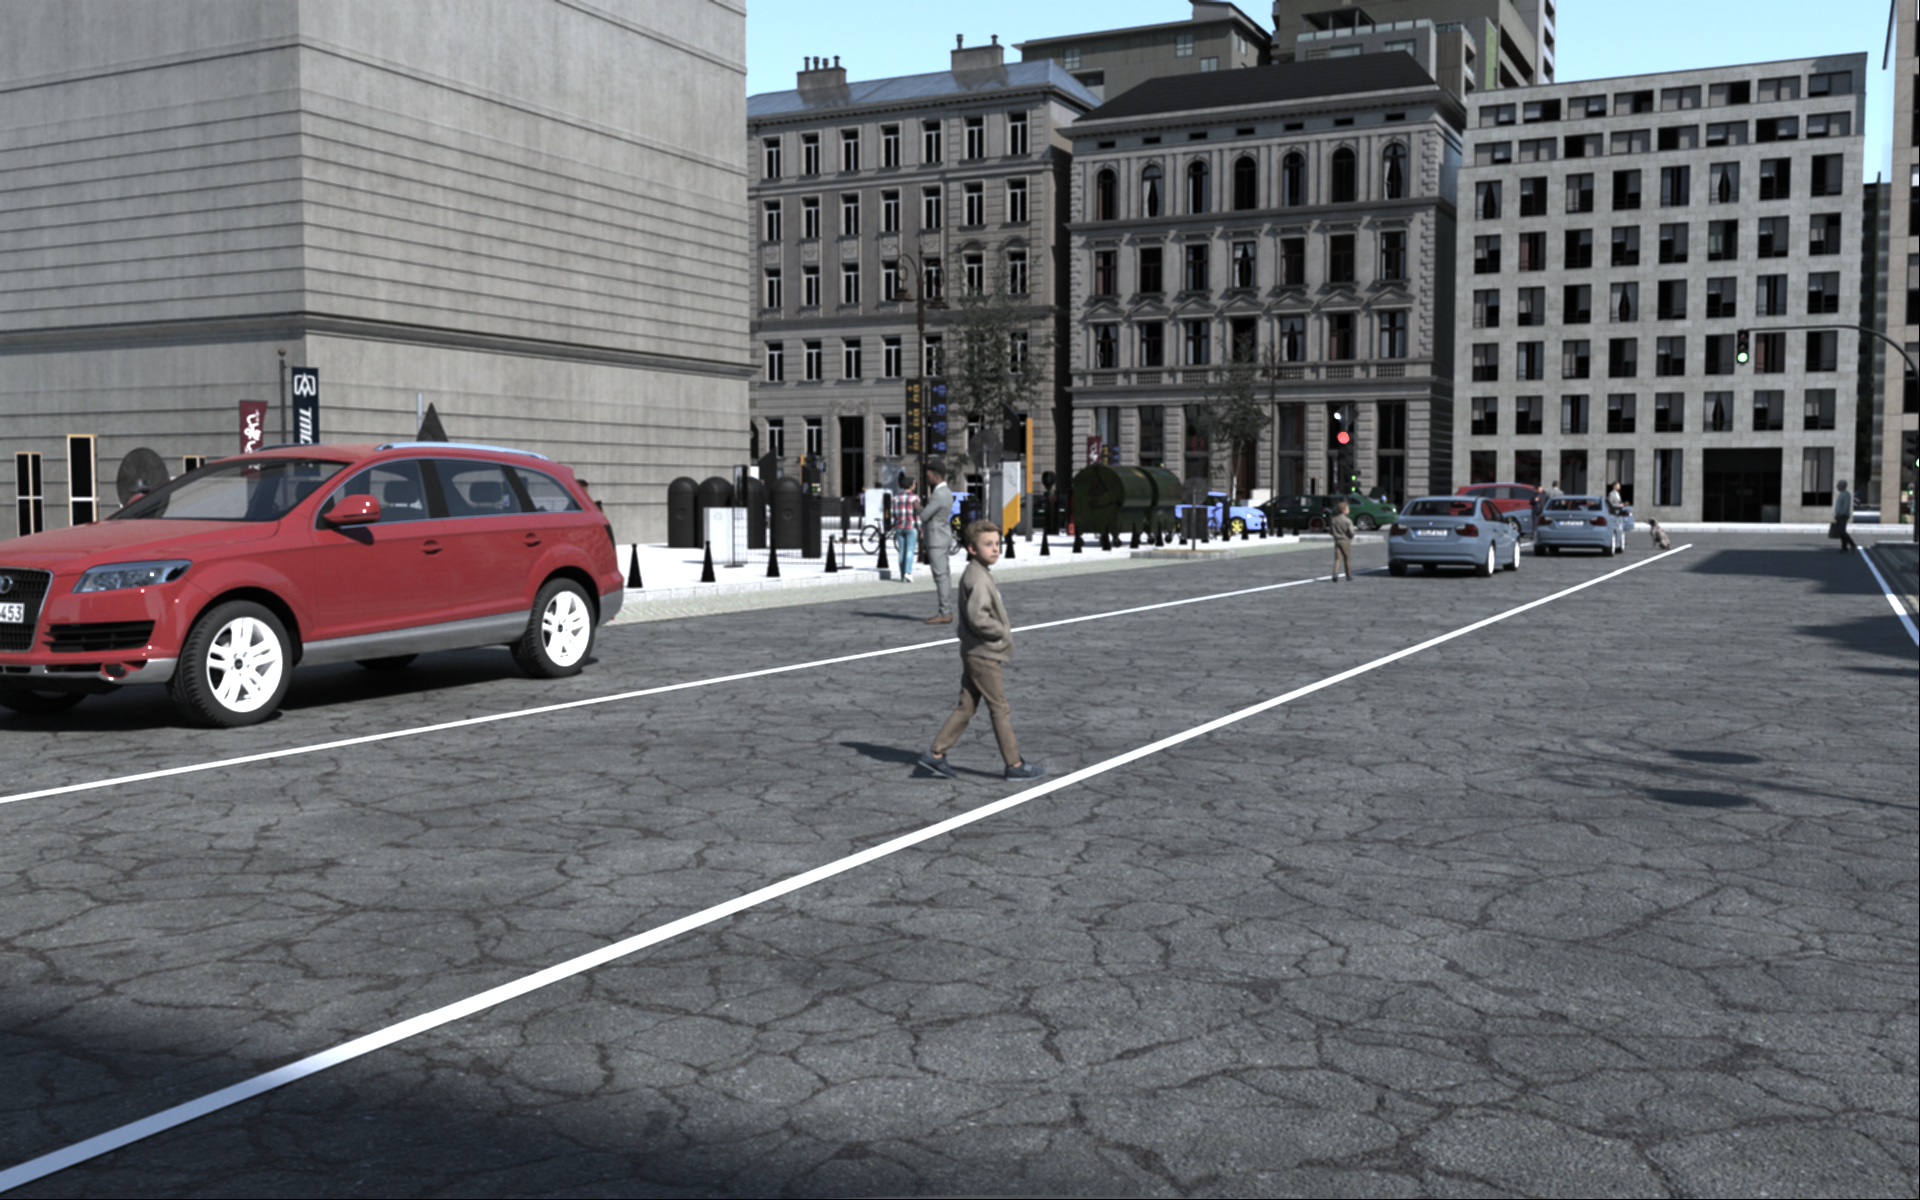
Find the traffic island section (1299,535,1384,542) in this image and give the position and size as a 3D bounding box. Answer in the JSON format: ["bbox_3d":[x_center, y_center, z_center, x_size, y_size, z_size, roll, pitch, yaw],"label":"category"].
[{"bbox_3d":[11.666,-1.856,52.634,2.009,0.180,2.903,2,4,26],"label":"traffic island section"}]

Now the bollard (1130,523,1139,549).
[{"bbox_3d":[4.109,-1.517,40.845,0.229,0.601,0.229,0,3,0],"label":"bollard"}]

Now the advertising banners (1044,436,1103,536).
[{"bbox_3d":[3.454,-3.479,53.062,2.074,3.025,0.090,3,4,38],"label":"advertising banners"}]

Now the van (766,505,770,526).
[{"bbox_3d":[-10.176,-4.230,76.179,4.112,2.044,2.013,2,4,27],"label":"van"}]

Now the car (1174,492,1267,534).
[{"bbox_3d":[9.189,-3.225,62.321,3.694,1.707,1.945,2,4,28],"label":"car"}]

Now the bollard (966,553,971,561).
[{"bbox_3d":[0.222,-1.041,33.059,0.229,0.601,0.229,0,3,0],"label":"bollard"}]

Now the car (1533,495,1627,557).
[{"bbox_3d":[14.664,-1.771,40.960,2.014,1.417,4.499,2,4,25],"label":"car"}]

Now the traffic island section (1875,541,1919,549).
[{"bbox_3d":[25.349,-1.440,45.819,2.009,0.180,2.903,2,4,26],"label":"traffic island section"}]

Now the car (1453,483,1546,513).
[{"bbox_3d":[19.832,-3.209,61.137,5.304,1.827,2.281,2,4,25],"label":"car"}]

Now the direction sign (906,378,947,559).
[{"bbox_3d":[-0.661,-2.580,34.179,0.876,3.537,0.379,-2,4,-26],"label":"direction sign"}]

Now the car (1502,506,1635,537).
[{"bbox_3d":[19.685,-2.734,56.697,4.499,1.417,2.014,2,4,28],"label":"car"}]

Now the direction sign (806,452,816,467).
[{"bbox_3d":[-8.006,-6.201,93.385,0.379,3.537,0.876,-3,5,-40],"label":"direction sign"}]

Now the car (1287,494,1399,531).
[{"bbox_3d":[14.790,-3.458,68.331,4.920,1.459,2.131,2,4,25],"label":"car"}]

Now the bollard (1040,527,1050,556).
[{"bbox_3d":[1.773,-1.231,36.171,0.229,0.601,0.229,0,3,0],"label":"bollard"}]

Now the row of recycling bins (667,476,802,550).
[{"bbox_3d":[-5.315,-2.061,40.802,3.534,1.692,1.069,1,4,21],"label":"row of recycling bins"}]

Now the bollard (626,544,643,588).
[{"bbox_3d":[-4.453,-0.469,23.702,0.229,0.601,0.229,0,3,0],"label":"bollard"}]

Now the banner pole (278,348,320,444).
[{"bbox_3d":[-11.486,-2.448,30.037,0.863,3.779,0.401,-3,5,-42],"label":"banner pole"}]

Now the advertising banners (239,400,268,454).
[{"bbox_3d":[-13.773,-2.186,31.929,2.074,3.025,0.090,-3,5,-41],"label":"advertising banners"}]

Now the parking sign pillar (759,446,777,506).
[{"bbox_3d":[-10.894,-6.654,97.261,1.447,3.967,1.447,3,5,42],"label":"parking sign pillar"}]

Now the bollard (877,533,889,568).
[{"bbox_3d":[-1.337,-0.850,29.938,0.229,0.601,0.229,0,3,0],"label":"bollard"}]

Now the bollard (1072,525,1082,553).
[{"bbox_3d":[2.554,-1.326,37.725,0.229,0.601,0.229,0,3,0],"label":"bollard"}]

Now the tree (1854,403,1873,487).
[{"bbox_3d":[98.725,-16.401,186.287,7.486,12.596,7.792,0,3,0],"label":"tree"}]

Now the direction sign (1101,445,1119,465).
[{"bbox_3d":[6.859,-5.338,79.276,0.876,3.537,0.379,-1,4,-20],"label":"direction sign"}]

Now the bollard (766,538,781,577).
[{"bbox_3d":[-2.895,-0.659,26.818,0.229,0.601,0.229,0,3,0],"label":"bollard"}]

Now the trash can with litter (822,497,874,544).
[{"bbox_3d":[-3.095,-2.100,45.396,1.678,1.210,2.233,0,4,-6],"label":"trash can with litter"}]

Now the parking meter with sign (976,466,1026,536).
[{"bbox_3d":[1.293,-3.492,53.361,1.738,3.016,0.543,1,4,19],"label":"parking meter with sign"}]

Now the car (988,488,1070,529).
[{"bbox_3d":[3.159,-3.868,73.020,4.222,1.686,2.009,2,4,26],"label":"car"}]

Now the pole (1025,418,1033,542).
[{"bbox_3d":[1.857,-3.226,46.583,0.158,3.312,0.155,0,3,0],"label":"pole"}]

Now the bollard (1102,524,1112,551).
[{"bbox_3d":[3.328,-1.421,39.282,0.229,0.601,0.229,0,3,0],"label":"bollard"}]

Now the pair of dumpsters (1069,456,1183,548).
[{"bbox_3d":[4.166,-2.500,43.375,1.574,2.255,4.437,2,4,26],"label":"pair of dumpsters"}]

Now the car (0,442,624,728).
[{"bbox_3d":[-4.595,-0.235,12.521,2.281,1.827,5.304,2,4,25],"label":"car"}]

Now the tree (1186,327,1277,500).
[{"bbox_3d":[12.119,-7.733,76.796,4.360,8.622,3.978,0,3,0],"label":"tree"}]

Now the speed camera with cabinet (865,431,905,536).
[{"bbox_3d":[-2.322,-3.650,54.006,0.660,3.252,2.038,1,4,19],"label":"speed camera with cabinet"}]

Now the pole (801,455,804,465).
[{"bbox_3d":[-8.251,-5.918,90.604,0.158,3.312,0.155,0,3,0],"label":"pole"}]

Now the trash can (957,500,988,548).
[{"bbox_3d":[0.296,-1.814,41.315,0.748,1.137,0.748,0,3,0],"label":"trash can"}]

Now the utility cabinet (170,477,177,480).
[{"bbox_3d":[-10.133,-0.882,23.097,1.173,1.500,0.318,-2,4,-26],"label":"utility cabinet"}]

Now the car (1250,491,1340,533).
[{"bbox_3d":[12.201,-3.369,64.875,4.222,1.686,2.009,2,4,25],"label":"car"}]

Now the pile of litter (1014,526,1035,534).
[{"bbox_3d":[1.687,-2.592,56.347,1.176,0.858,1.719,-3,4,-36],"label":"pile of litter"}]

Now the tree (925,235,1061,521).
[{"bbox_3d":[0.793,-6.099,50.084,4.360,8.622,3.978,0,3,0],"label":"tree"}]

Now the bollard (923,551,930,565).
[{"bbox_3d":[-0.560,-0.945,31.493,0.229,0.601,0.229,0,3,0],"label":"bollard"}]

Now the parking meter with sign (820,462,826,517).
[{"bbox_3d":[-8.265,-6.039,95.001,1.738,3.016,0.543,-2,4,-31],"label":"parking meter with sign"}]

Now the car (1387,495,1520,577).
[{"bbox_3d":[8.944,-1.179,31.284,2.014,1.417,4.499,2,4,27],"label":"car"}]

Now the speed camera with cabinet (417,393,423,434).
[{"bbox_3d":[-10.346,-2.378,33.213,0.660,3.252,2.038,0,4,-1],"label":"speed camera with cabinet"}]

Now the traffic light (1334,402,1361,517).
[{"bbox_3d":[11.698,-3.888,52.483,0.839,4.253,0.868,2,4,26],"label":"traffic light"}]

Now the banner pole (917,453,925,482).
[{"bbox_3d":[-2.116,-6.246,92.147,0.401,3.779,0.863,-3,5,-42],"label":"banner pole"}]

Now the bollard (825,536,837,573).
[{"bbox_3d":[-2.115,-0.755,28.383,0.229,0.601,0.229,0,3,0],"label":"bollard"}]

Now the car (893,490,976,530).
[{"bbox_3d":[-0.875,-3.636,69.045,3.694,1.707,1.945,2,4,26],"label":"car"}]

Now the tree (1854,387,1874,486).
[{"bbox_3d":[88.507,-14.882,165.377,6.751,12.117,7.091,0,3,0],"label":"tree"}]

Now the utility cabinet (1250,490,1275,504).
[{"bbox_3d":[14.696,-4.619,84.204,1.173,1.500,0.318,-1,4,-16],"label":"utility cabinet"}]

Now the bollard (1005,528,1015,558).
[{"bbox_3d":[0.998,-1.136,34.615,0.229,0.601,0.229,0,3,0],"label":"bollard"}]

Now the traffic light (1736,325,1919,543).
[{"bbox_3d":[23.406,-4.395,46.522,4.771,5.953,1.251,2,4,26],"label":"traffic light"}]

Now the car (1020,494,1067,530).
[{"bbox_3d":[3.295,-3.399,65.365,4.222,1.686,2.009,2,4,27],"label":"car"}]

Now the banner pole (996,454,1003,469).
[{"bbox_3d":[2.018,-5.651,82.405,0.863,3.779,0.401,2,4,35],"label":"banner pole"}]

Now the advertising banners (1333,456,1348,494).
[{"bbox_3d":[17.414,-5.041,78.609,0.090,3.025,2.074,-1,4,-16],"label":"advertising banners"}]

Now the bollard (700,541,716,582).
[{"bbox_3d":[-3.675,-0.564,25.257,0.229,0.601,0.229,0,3,0],"label":"bollard"}]

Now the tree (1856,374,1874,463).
[{"bbox_3d":[70.018,-13.453,127.372,7.806,13.903,7.818,0,3,0],"label":"tree"}]
